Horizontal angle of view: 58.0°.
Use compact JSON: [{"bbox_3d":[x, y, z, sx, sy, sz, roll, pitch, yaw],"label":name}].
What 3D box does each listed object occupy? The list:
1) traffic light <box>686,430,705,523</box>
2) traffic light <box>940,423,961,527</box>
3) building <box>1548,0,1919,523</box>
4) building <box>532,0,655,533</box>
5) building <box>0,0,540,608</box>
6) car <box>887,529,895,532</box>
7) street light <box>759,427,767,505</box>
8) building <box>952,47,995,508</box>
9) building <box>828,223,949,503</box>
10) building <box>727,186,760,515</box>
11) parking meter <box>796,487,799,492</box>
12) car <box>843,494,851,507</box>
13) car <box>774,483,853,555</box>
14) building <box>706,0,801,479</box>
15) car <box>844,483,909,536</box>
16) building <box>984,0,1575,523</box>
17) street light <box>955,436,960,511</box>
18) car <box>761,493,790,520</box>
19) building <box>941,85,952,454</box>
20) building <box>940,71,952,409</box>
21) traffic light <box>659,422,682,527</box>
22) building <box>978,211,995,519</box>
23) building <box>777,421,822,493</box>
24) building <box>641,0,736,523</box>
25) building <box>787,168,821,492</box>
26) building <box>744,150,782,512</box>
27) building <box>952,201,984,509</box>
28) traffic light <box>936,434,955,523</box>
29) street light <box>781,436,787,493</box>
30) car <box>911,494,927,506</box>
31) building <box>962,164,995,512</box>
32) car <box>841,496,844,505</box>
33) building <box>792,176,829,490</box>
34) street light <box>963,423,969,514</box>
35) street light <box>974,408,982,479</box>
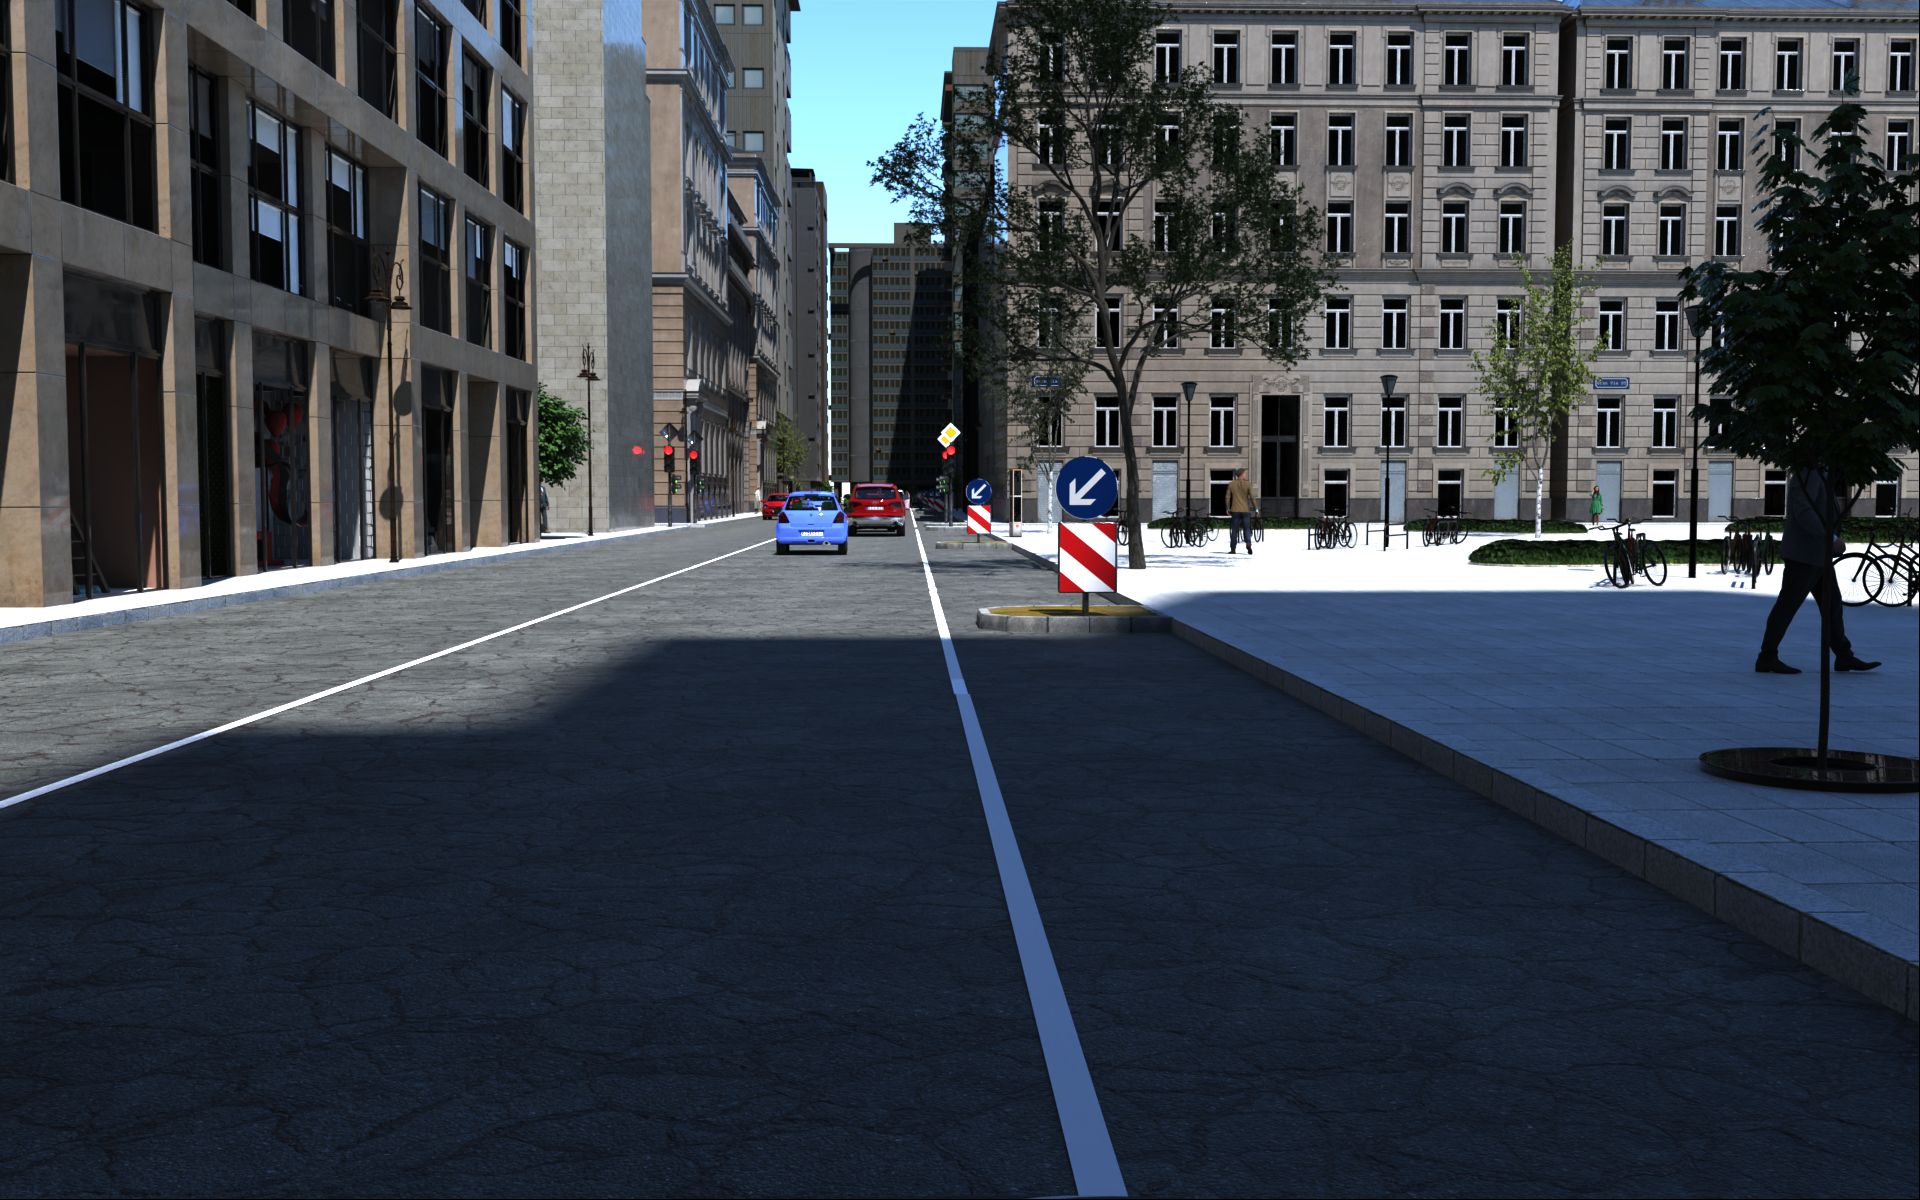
[{"bbox_3d":[-11.583,-5.308,75.708,0.839,4.253,0.868,0,4,-2],"label":"traffic light"},{"bbox_3d":[-0.381,-4.842,68.080,0.839,4.253,0.868,0,4,-2],"label":"traffic light"},{"bbox_3d":[39.042,-17.455,82.658,25.104,27.353,12.463,0,4,-2],"label":"building"},{"bbox_3d":[-20.226,-12.671,61.916,16.860,20.320,10.420,0,4,-2],"label":"building"},{"bbox_3d":[-20.250,-13.672,28.051,19.350,26.468,34.151,0,4,-2],"label":"building"},{"bbox_3d":[-3.362,-3.292,66.397,1.945,1.354,3.894,0,4,-4],"label":"car"},{"bbox_3d":[-13.285,-8.822,117.024,0.468,5.910,1.993,0,4,-2],"label":"street light"},{"bbox_3d":[6.233,-29.294,162.552,14.154,41.232,14.086,0,4,-2],"label":"building"},{"bbox_3d":[-6.900,-34.188,250.852,23.993,40.220,32.217,0,4,-2],"label":"building"},{"bbox_3d":[-20.006,-16.241,107.345,13.314,21.916,24.055,0,4,-2],"label":"building"},{"bbox_3d":[-13.641,-8.563,145.723,0.255,1.863,0.399,0,4,-2],"label":"parking meter"},{"bbox_3d":[-12.269,-11.468,196.289,1.959,1.807,4.718,0,4,-1],"label":"car"},{"bbox_3d":[-3.568,-1.984,42.034,1.945,1.707,3.694,0,4,-4],"label":"car"},{"bbox_3d":[-29.981,-35.110,163.284,28.713,52.752,27.495,0,4,-2],"label":"building"},{"bbox_3d":[-2.920,-3.155,60.253,2.281,1.827,5.304,0,4,-2],"label":"car"},{"bbox_3d":[13.965,-17.379,81.404,25.104,27.353,12.463,0,4,-2],"label":"building"},{"bbox_3d":[-0.224,-9.633,130.287,0.468,5.910,1.993,0,4,-2],"label":"street light"},{"bbox_3d":[-10.061,-5.398,97.300,2.155,1.783,4.494,0,4,-1],"label":"car"},{"bbox_3d":[9.124,-32.405,184.452,22.147,44.769,28.867,0,4,-2],"label":"building"},{"bbox_3d":[12.199,-38.131,212.683,28.713,52.752,27.495,0,4,-2],"label":"building"},{"bbox_3d":[-11.336,-4.820,67.727,0.839,4.253,0.868,0,4,-2],"label":"traffic light"},{"bbox_3d":[6.561,-14.838,97.354,10.420,20.320,16.860,0,4,-2],"label":"building"},{"bbox_3d":[-31.640,-30.443,189.626,32.217,40.220,23.993,0,4,-2],"label":"building"},{"bbox_3d":[-18.591,-18.301,85.124,13.634,28.700,20.117,0,4,-2],"label":"building"},{"bbox_3d":[-24.674,-32.726,218.659,14.086,41.232,14.154,0,4,-2],"label":"building"},{"bbox_3d":[-20.612,-21.020,129.589,13.634,28.700,20.117,0,4,-2],"label":"building"},{"bbox_3d":[7.834,-18.553,136.619,16.112,22.955,30.059,0,4,-2],"label":"building"},{"bbox_3d":[-0.627,-5.330,76.061,0.839,4.253,0.868,0,4,-2],"label":"traffic light"},{"bbox_3d":[-13.944,-10.037,136.891,0.468,5.910,1.993,0,4,-2],"label":"street light"},{"bbox_3d":[-5.005,-12.430,212.030,1.959,1.807,4.718,0,4,-3],"label":"car"},{"bbox_3d":[6.580,-17.364,113.585,12.332,23.373,15.834,0,4,-2],"label":"building"},{"bbox_3d":[-14.087,-12.687,219.787,2.083,1.381,4.827,0,3,0],"label":"car"},{"bbox_3d":[-25.712,-36.150,241.169,14.200,45.320,14.600,0,4,-2],"label":"building"},{"bbox_3d":[0.394,-8.425,110.544,0.468,5.910,1.993,0,4,-2],"label":"street light"},{"bbox_3d":[0.946,-7.218,90.800,0.468,5.910,1.993,0,4,-2],"label":"street light"}]
